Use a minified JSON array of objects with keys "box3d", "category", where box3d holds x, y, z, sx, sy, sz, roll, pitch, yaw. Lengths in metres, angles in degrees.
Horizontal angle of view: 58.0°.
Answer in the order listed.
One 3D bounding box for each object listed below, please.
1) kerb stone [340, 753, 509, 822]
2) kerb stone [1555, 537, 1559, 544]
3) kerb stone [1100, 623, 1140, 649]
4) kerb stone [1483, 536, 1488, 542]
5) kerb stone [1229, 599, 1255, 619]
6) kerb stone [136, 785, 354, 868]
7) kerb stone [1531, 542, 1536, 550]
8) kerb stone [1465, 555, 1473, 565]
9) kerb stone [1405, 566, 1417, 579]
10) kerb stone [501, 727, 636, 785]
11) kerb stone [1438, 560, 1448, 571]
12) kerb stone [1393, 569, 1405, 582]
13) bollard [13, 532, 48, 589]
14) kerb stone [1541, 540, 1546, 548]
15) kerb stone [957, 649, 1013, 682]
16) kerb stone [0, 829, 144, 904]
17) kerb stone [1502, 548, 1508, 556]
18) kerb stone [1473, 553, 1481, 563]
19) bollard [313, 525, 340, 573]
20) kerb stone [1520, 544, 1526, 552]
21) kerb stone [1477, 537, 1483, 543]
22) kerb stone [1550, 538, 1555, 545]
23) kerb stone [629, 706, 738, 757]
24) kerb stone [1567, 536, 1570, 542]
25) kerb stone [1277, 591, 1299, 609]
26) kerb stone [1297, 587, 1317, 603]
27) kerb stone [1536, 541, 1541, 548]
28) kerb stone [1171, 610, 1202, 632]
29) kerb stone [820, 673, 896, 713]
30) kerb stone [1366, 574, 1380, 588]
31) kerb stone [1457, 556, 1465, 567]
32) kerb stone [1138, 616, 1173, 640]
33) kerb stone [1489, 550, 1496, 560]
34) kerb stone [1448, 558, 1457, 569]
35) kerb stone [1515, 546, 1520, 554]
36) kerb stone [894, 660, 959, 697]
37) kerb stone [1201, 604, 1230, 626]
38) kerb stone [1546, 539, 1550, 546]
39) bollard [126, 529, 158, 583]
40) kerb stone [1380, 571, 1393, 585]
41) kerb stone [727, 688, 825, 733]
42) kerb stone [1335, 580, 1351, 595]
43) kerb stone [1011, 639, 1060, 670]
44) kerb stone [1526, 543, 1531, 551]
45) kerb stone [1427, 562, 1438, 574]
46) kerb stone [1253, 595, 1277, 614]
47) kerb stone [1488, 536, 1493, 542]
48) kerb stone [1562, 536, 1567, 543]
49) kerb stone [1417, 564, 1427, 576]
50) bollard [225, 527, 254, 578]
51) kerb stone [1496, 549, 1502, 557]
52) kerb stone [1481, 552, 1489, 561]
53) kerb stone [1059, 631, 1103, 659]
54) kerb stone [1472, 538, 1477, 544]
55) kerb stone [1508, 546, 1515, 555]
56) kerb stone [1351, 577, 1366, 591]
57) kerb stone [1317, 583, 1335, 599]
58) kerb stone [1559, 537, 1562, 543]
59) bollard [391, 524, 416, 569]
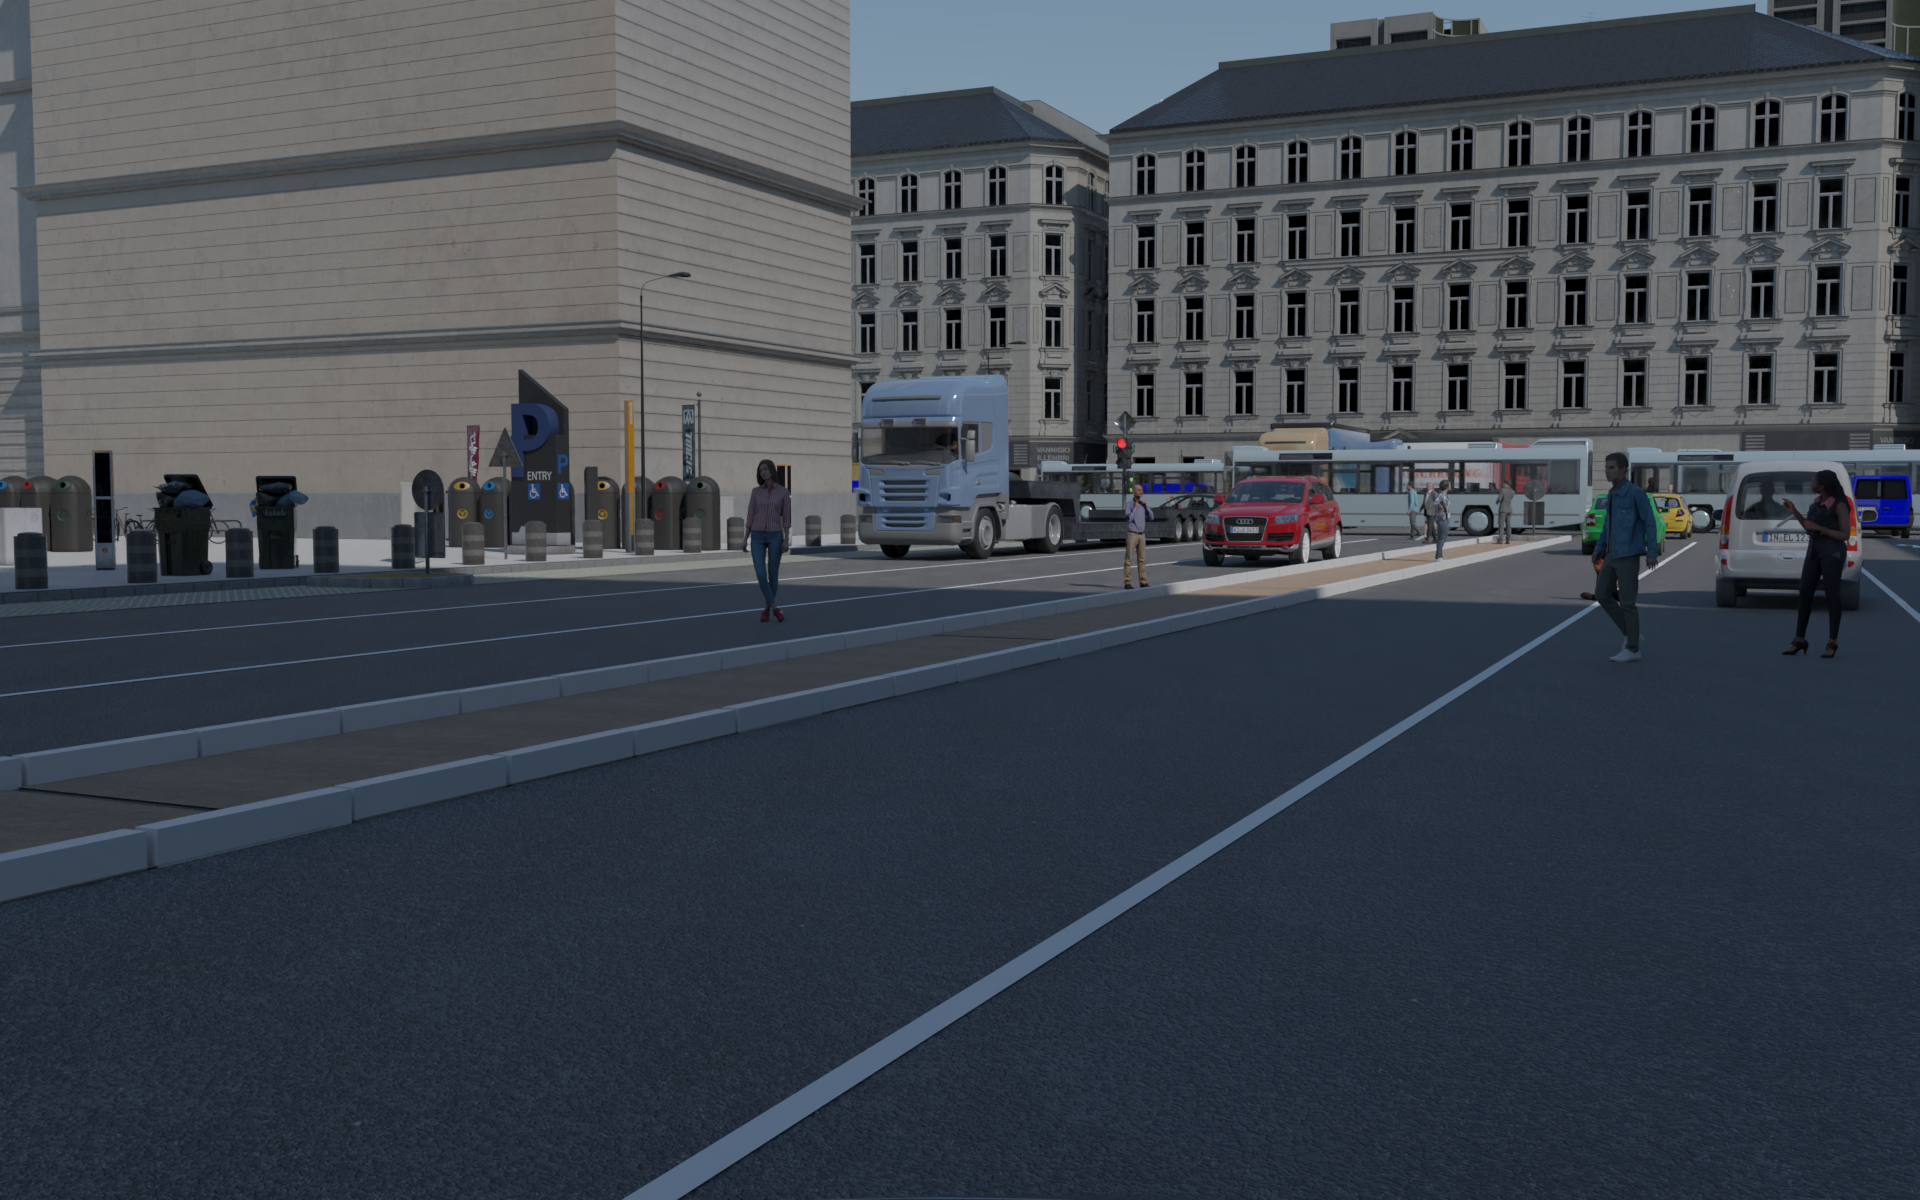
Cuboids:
[{"box3d":[-2.486,0.866,8.043,0.120,0.150,1.000,2,4,25],"category":"kerb stone"},{"box3d":[16.796,-1.648,49.145,0.120,0.150,1.000,2,4,25],"category":"kerb stone"},{"box3d":[1.459,0.352,16.446,0.120,0.150,1.000,2,4,25],"category":"kerb stone"},{"box3d":[15.333,-1.760,50.972,0.120,0.150,1.000,2,4,25],"category":"kerb stone"},{"box3d":[3.210,0.123,20.189,0.120,0.150,1.000,2,4,25],"category":"kerb stone"},{"box3d":[-2.914,0.923,7.107,0.120,0.150,1.000,2,4,25],"category":"kerb stone"},{"box3d":[14.609,-1.363,44.484,0.120,0.150,1.000,2,4,25],"category":"kerb stone"},{"box3d":[10.220,-0.791,35.135,0.120,0.150,1.000,2,4,25],"category":"kerb stone"},{"box3d":[7.598,-0.448,29.517,0.120,0.150,1.000,2,4,25],"category":"kerb stone"},{"box3d":[-2.044,0.811,8.990,0.120,0.150,1.000,2,4,25],"category":"kerb stone"},{"box3d":[8.912,-0.620,32.335,0.120,0.150,1.000,2,4,25],"category":"kerb stone"},{"box3d":[7.150,-0.391,28.582,0.120,0.150,1.000,2,4,25],"category":"kerb stone"},{"box3d":[-12.581,-0.534,23.452,0.404,0.777,0.398,0,3,0],"category":"bollard"},{"box3d":[15.491,-1.471,46.349,0.120,0.150,1.000,2,4,25],"category":"kerb stone"},{"box3d":[0.147,0.523,13.645,0.120,0.150,1.000,2,4,25],"category":"kerb stone"},{"box3d":[-3.365,0.982,6.174,0.120,0.150,1.000,2,4,25],"category":"kerb stone"},{"box3d":[12.415,-1.078,39.813,0.120,0.150,1.000,2,4,25],"category":"kerb stone"},{"box3d":[10.665,-0.848,36.068,0.120,0.150,1.000,2,4,25],"category":"kerb stone"},{"box3d":[-10.335,-0.827,28.235,0.404,0.777,0.398,0,3,0],"category":"bollard"},{"box3d":[13.737,-1.249,42.621,0.120,0.150,1.000,2,4,25],"category":"kerb stone"},{"box3d":[14.901,-1.703,50.039,0.120,0.150,1.000,2,4,25],"category":"kerb stone"},{"box3d":[16.360,-1.591,48.212,0.120,0.150,1.000,2,4,25],"category":"kerb stone"},{"box3d":[-1.608,0.757,9.921,0.120,0.150,1.000,2,4,25],"category":"kerb stone"},{"box3d":[18.114,-1.817,51.945,0.120,0.150,1.000,2,4,25],"category":"kerb stone"},{"box3d":[4.095,0.009,22.056,0.120,0.150,1.000,2,4,25],"category":"kerb stone"},{"box3d":[4.528,-0.049,22.989,0.120,0.150,1.000,2,4,25],"category":"kerb stone"},{"box3d":[15.049,-1.415,45.414,0.120,0.150,1.000,2,4,25],"category":"kerb stone"},{"box3d":[2.331,0.237,18.323,0.120,0.150,1.000,2,4,25],"category":"kerb stone"},{"box3d":[-0.735,0.640,11.787,0.120,0.150,1.000,2,4,25],"category":"kerb stone"},{"box3d":[6.274,-0.274,26.721,0.120,0.150,1.000,2,4,25],"category":"kerb stone"},{"box3d":[9.782,-0.734,34.205,0.120,0.150,1.000,2,4,25],"category":"kerb stone"},{"box3d":[1.896,0.297,17.391,0.120,0.150,1.000,2,4,25],"category":"kerb stone"},{"box3d":[11.546,-0.963,37.941,0.120,0.150,1.000,2,4,25],"category":"kerb stone"},{"box3d":[9.350,-0.677,33.272,0.120,0.150,1.000,2,4,25],"category":"kerb stone"},{"box3d":[13.299,-1.192,41.690,0.120,0.150,1.000,2,4,25],"category":"kerb stone"},{"box3d":[-0.293,0.581,12.716,0.120,0.150,1.000,2,4,25],"category":"kerb stone"},{"box3d":[2.775,0.180,19.256,0.120,0.150,1.000,2,4,25],"category":"kerb stone"},{"box3d":[15.926,-1.534,47.280,0.120,0.150,1.000,2,4,25],"category":"kerb stone"},{"box3d":[-11.833,-0.632,25.042,0.404,0.777,0.398,0,3,0],"category":"bollard"},{"box3d":[6.708,-0.334,27.653,0.120,0.150,1.000,2,4,25],"category":"kerb stone"},{"box3d":[-1.164,0.694,10.849,0.120,0.150,1.000,2,4,25],"category":"kerb stone"},{"box3d":[5.402,-0.162,24.851,0.120,0.150,1.000,2,4,25],"category":"kerb stone"},{"box3d":[0.579,0.466,14.578,0.120,0.150,1.000,2,4,25],"category":"kerb stone"},{"box3d":[14.174,-1.303,43.552,0.120,0.150,1.000,2,4,25],"category":"kerb stone"},{"box3d":[8.464,-0.561,31.394,0.120,0.150,1.000,2,4,25],"category":"kerb stone"},{"box3d":[3.644,0.066,21.121,0.120,0.150,1.000,2,4,25],"category":"kerb stone"},{"box3d":[15.774,-1.817,51.902,0.120,0.150,1.000,2,4,25],"category":"kerb stone"},{"box3d":[17.675,-1.763,51.015,0.120,0.150,1.000,2,4,25],"category":"kerb stone"},{"box3d":[8.024,-0.506,30.464,0.120,0.150,1.000,2,4,25],"category":"kerb stone"},{"box3d":[-11.083,-0.729,26.641,0.404,0.777,0.398,0,3,0],"category":"bollard"},{"box3d":[11.978,-1.016,38.878,0.120,0.150,1.000,2,4,25],"category":"kerb stone"},{"box3d":[11.109,-0.906,37.010,0.120,0.150,1.000,2,4,25],"category":"kerb stone"},{"box3d":[1.026,0.409,15.513,0.120,0.150,1.000,2,4,25],"category":"kerb stone"},{"box3d":[14.458,-1.644,49.108,0.120,0.150,1.000,2,4,25],"category":"kerb stone"},{"box3d":[12.866,-1.135,40.751,0.120,0.150,1.000,2,4,25],"category":"kerb stone"},{"box3d":[5.841,-0.220,25.788,0.120,0.150,1.000,2,4,25],"category":"kerb stone"},{"box3d":[4.967,-0.105,23.919,0.120,0.150,1.000,2,4,25],"category":"kerb stone"},{"box3d":[17.231,-1.702,50.088,0.120,0.150,1.000,2,4,25],"category":"kerb stone"},{"box3d":[-9.591,-0.924,29.828,0.404,0.777,0.398,0,3,0],"category":"bollard"}]
